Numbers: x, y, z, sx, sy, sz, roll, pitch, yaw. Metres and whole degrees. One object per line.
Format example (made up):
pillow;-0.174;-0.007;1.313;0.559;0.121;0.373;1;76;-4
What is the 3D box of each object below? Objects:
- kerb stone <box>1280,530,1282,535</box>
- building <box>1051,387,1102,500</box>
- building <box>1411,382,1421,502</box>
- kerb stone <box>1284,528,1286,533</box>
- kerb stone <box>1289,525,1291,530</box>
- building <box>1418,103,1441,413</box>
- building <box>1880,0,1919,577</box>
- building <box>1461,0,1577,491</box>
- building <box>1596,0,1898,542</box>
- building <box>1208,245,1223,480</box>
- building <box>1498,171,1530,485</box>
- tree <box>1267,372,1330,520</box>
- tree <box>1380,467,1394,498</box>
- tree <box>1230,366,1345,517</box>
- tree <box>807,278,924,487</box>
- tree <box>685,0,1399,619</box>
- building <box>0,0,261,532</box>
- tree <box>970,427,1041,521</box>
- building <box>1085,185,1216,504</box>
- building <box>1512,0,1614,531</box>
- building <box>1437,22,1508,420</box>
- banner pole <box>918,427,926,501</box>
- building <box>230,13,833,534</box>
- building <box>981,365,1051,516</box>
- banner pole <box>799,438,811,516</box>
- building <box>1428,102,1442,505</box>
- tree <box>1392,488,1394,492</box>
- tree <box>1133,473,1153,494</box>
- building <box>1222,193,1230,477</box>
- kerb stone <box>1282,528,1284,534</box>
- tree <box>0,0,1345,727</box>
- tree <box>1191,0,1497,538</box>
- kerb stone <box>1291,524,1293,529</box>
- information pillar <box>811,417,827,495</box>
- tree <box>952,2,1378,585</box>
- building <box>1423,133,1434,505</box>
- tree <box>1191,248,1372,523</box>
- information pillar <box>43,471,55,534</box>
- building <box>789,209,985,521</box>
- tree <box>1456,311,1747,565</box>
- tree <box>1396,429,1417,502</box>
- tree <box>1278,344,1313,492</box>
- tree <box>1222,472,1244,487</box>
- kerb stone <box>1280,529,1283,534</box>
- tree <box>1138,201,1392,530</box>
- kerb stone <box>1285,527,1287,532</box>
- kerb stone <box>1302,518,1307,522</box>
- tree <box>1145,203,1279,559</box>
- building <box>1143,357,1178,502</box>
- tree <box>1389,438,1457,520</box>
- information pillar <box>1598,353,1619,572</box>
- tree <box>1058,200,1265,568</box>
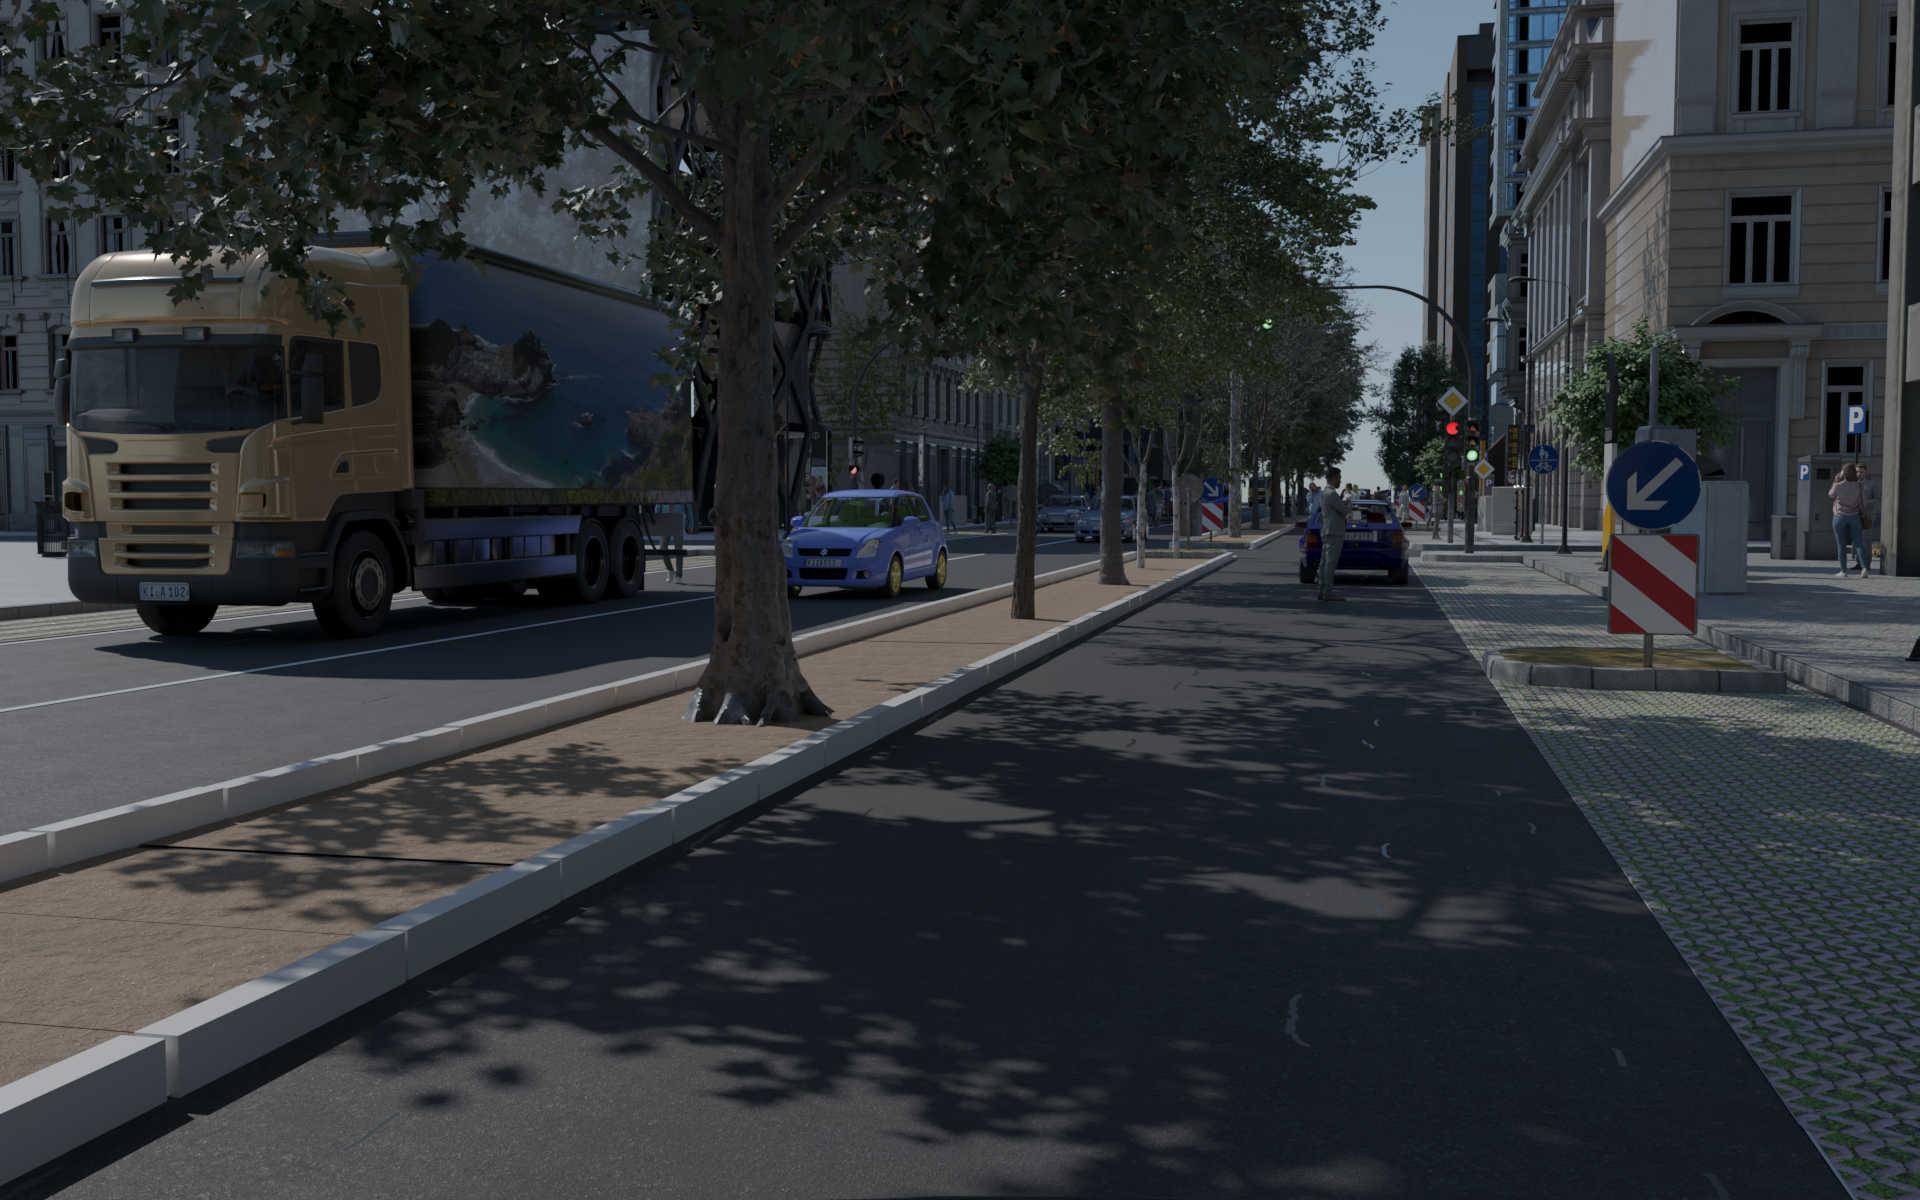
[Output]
kerb stone;10.807;-2.250;59.076;0.120;0.150;1.000;1;4;13
building;1.202;-42.564;134.176;20.563;71.187;20.611;1;4;13
building;81.235;-25.122;255.783;27.650;21.520;28.899;1;4;13
kerb stone;11.496;-2.439;62.069;0.120;0.150;1.000;1;4;13
kerb stone;12.657;-2.745;67.069;0.120;0.150;1.000;1;4;13
building;74.848;-38.988;226.693;28.713;52.752;27.495;1;4;13
building;22.702;-23.846;13.583;21.300;48.544;21.600;1;4;13
building;52.718;-50.672;141.160;22.319;86.520;31.000;1;4;13
building;30.092;-16.191;50.632;20.117;28.700;13.634;1;4;13
building;29.561;-34.267;243.862;14.154;41.232;14.086;1;4;13
building;38.345;-17.080;98.335;14.460;24.649;34.723;1;4;13
tree;18.972;-8.913;98.539;4.737;8.622;4.395;0;3;0
tree;64.460;-18.861;258.739;4.737;8.622;4.395;0;3;0
tree;19.978;-10.863;105.829;9.928;11.665;9.643;0;3;0
tree;-3.195;-6.519;56.944;4.737;8.622;4.395;0;3;0
tree;0.620;-5.034;19.173;8.767;10.594;7.601;1;4;13
building;-32.360;-13.091;63.181;18.267;20.994;9.793;1;4;13
tree;2.256;-6.150;84.265;4.285;4.588;4.351;0;3;0
building;21.689;-34.798;223.569;22.147;44.769;28.867;1;4;13
building;30.241;-13.968;70.181;13.314;21.916;24.055;1;4;13
building;53.961;-31.523;165.510;14.600;45.320;14.200;1;4;13
banner pole;-1.403;-4.574;64.807;0.401;3.779;0.863;-1;4;-23
building;-13.383;-11.905;62.103;16.820;18.784;16.811;1;4;13
building;-2.250;-16.097;104.986;13.314;21.916;24.055;1;4;13
banner pole;-6.339;-4.936;70.723;0.863;3.779;0.401;-3;4;-36
building;56.960;-32.370;179.366;14.600;45.320;14.200;1;4;13
tree;67.486;-16.692;267.515;1.663;3.219;1.824;0;3;0
tree;14.076;-8.494;133.484;1.663;3.219;1.824;0;3;0
building;30.581;-39.020;261.683;21.300;48.544;21.600;1;4;13
kerb stone;11.266;-2.378;61.073;0.120;0.150;1.000;1;4;13
tree;-1.369;-5.577;10.648;9.611;12.733;9.660;0;3;0
tree;9.972;-12.022;54.898;12.611;20.169;13.585;0;3;0
kerb stone;12.893;-2.805;68.067;0.120;0.150;1.000;1;4;13
information pillar;-4.302;-3.757;52.775;0.504;3.616;0.183;0;4;6
tree;2.407;-6.480;26.530;7.486;12.596;7.792;0;3;0
building;63.132;-34.138;208.265;14.600;45.320;14.200;1;4;13
tree;15.544;-10.731;84.557;9.857;13.997;8.962;0;3;0
information pillar;-29.450;-3.151;56.017;0.304;2.012;0.304;-1;4;-21
building;-5.317;-14.360;83.929;9.793;20.994;18.267;1;4;13
tree;12.213;-2.911;31.316;4.285;4.588;4.351;0;3;0
tree;42.513;-13.006;163.008;4.360;8.622;3.978;0;3;0
tree;13.675;-7.591;76.924;4.360;8.622;3.978;0;3;0
tree;34.831;-14.624;222.808;4.285;4.588;4.351;0;3;0
kerb stone;11.034;-2.317;60.078;0.120;0.150;1.000;1;4;13
tree;11.762;-9.535;68.730;12.009;13.543;11.850;0;3;0
kerb stone;11.727;-2.500;63.064;0.120;0.150;1.000;1;4;13
kerb stone;16.820;-3.840;85.052;0.120;0.150;1.000;1;4;13
tree;4.736;-5.196;37.767;4.360;8.622;3.978;0;3;0
building;15.120;-32.406;179.942;14.600;45.320;14.200;1;4;13
tree;24.620;-6.342;87.404;4.285;4.588;4.351;0;3;0
information pillar;10.735;-2.278;28.593;0.183;3.616;0.504;0;4;7
tree;3.491;-4.922;33.293;4.737;8.622;4.395;0;3;0
